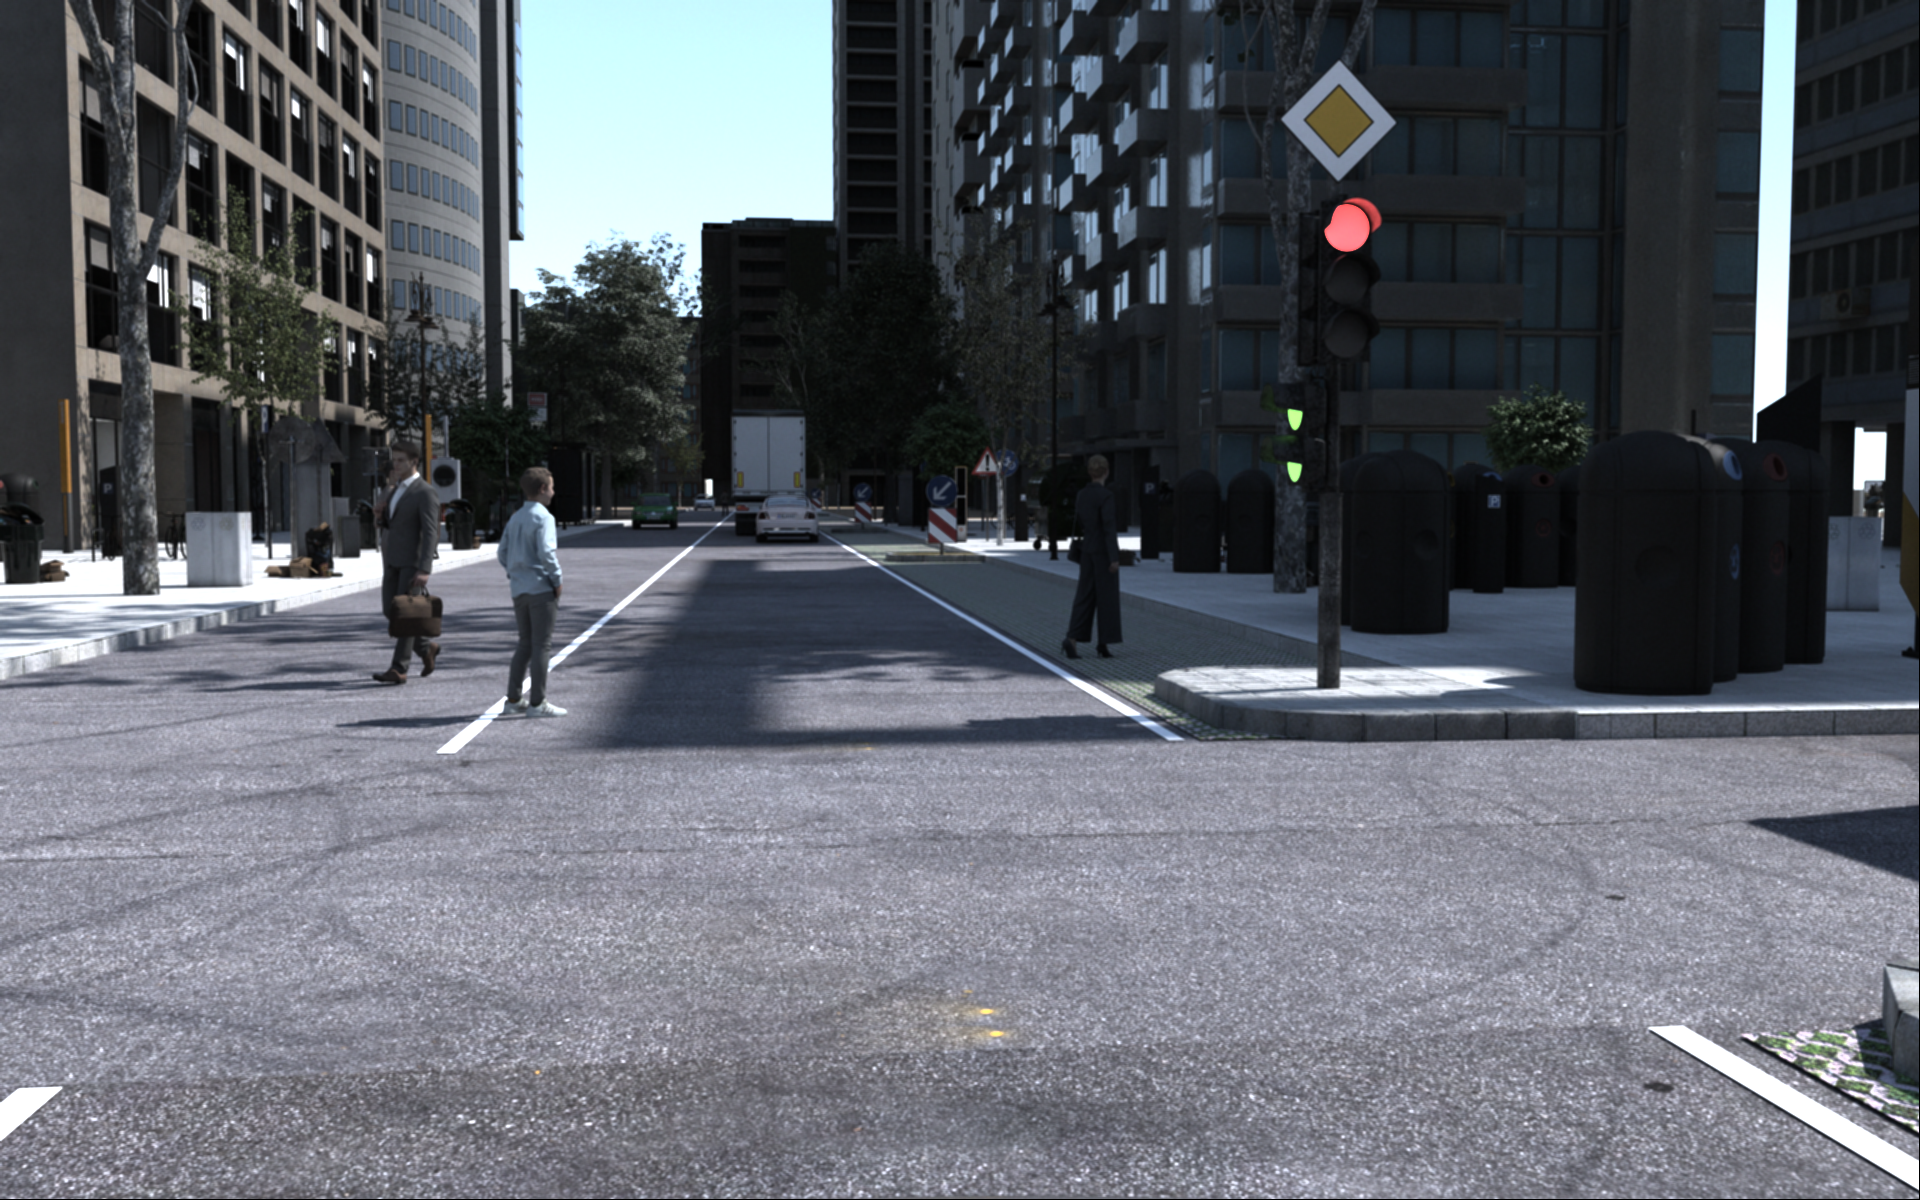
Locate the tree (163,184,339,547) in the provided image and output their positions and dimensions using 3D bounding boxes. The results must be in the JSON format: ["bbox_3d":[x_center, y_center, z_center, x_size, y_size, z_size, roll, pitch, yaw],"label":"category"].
[{"bbox_3d":[-16.652,-5.565,41.352,4.737,8.622,4.395,0,3,0],"label":"tree"}]

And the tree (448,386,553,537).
[{"bbox_3d":[-14.088,-4.221,52.735,4.285,4.588,4.351,0,3,0],"label":"tree"}]

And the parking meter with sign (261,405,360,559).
[{"bbox_3d":[-12.896,-2.336,34.462,1.738,3.016,0.543,-2,4,-35],"label":"parking meter with sign"}]

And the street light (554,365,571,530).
[{"bbox_3d":[-14.285,-5.479,62.372,0.468,5.910,1.993,0,4,-7],"label":"street light"}]

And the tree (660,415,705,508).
[{"bbox_3d":[-25.792,-12.850,160.462,4.737,8.622,4.395,0,3,0],"label":"tree"}]

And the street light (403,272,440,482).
[{"bbox_3d":[-11.191,-3.875,36.148,0.468,5.910,1.993,0,4,-7],"label":"street light"}]

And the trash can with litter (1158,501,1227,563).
[{"bbox_3d":[4.903,-1.346,33.066,2.233,1.210,1.678,0,4,4],"label":"trash can with litter"}]

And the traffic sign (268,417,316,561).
[{"bbox_3d":[-11.007,-1.740,28.550,0.768,2.556,0.104,0,4,-4],"label":"traffic sign"}]

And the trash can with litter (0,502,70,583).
[{"bbox_3d":[-13.458,-0.836,25.053,0.624,1.170,1.055,1,4,9],"label":"trash can with litter"}]

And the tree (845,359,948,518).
[{"bbox_3d":[-3.735,-9.661,92.372,7.601,10.594,8.767,1,4,21],"label":"tree"}]

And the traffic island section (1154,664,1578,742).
[{"bbox_3d":[2.463,0.661,11.477,2.009,0.180,2.903,0,4,-7],"label":"traffic island section"}]

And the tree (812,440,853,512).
[{"bbox_3d":[-11.324,-12.168,149.315,4.737,8.622,4.395,0,3,0],"label":"tree"}]

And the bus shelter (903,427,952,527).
[{"bbox_3d":[-0.975,-4.430,63.716,1.731,3.624,6.357,0,4,-7],"label":"bus shelter"}]

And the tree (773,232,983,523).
[{"bbox_3d":[-3.098,-9.733,76.138,9.611,12.733,9.660,0,3,0],"label":"tree"}]

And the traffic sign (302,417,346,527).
[{"bbox_3d":[-10.756,-1.779,29.091,0.884,2.594,0.081,0,4,-1],"label":"traffic sign"}]

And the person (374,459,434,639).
[{"bbox_3d":[-5.533,-0.510,17.185,0.599,1.781,0.374,3,5,42],"label":"person"}]

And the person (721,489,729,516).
[{"bbox_3d":[-15.268,-6.313,112.244,0.617,1.759,0.750,-1,4,-21],"label":"person"}]

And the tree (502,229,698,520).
[{"bbox_3d":[-17.452,-10.911,85.046,9.857,13.997,8.962,0,3,0],"label":"tree"}]

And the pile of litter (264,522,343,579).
[{"bbox_3d":[-10.198,-0.792,26.914,1.176,0.858,1.719,-1,4,-14],"label":"pile of litter"}]

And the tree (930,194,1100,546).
[{"bbox_3d":[1.080,-5.648,42.700,4.360,8.622,3.978,0,3,0],"label":"tree"}]

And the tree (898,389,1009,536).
[{"bbox_3d":[-0.284,-4.288,53.818,4.285,4.588,4.351,0,3,0],"label":"tree"}]

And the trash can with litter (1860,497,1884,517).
[{"bbox_3d":[39.196,-3.870,74.665,1.055,1.170,0.624,-1,4,-20],"label":"trash can with litter"}]

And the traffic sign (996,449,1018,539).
[{"bbox_3d":[1.272,-3.014,49.392,0.768,2.556,0.104,0,4,-5],"label":"traffic sign"}]

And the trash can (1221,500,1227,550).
[{"bbox_3d":[6.218,-1.703,39.492,0.748,1.137,0.748,0,3,0],"label":"trash can"}]

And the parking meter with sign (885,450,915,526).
[{"bbox_3d":[-2.128,-4.454,69.085,1.738,3.016,0.543,0,4,-1],"label":"parking meter with sign"}]

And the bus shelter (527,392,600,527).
[{"bbox_3d":[-16.252,-5.713,71.039,2.179,5.291,8.768,0,4,-7],"label":"bus shelter"}]

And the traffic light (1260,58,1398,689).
[{"bbox_3d":[2.422,-1.372,11.358,0.839,4.253,0.868,0,4,-7],"label":"traffic light"}]

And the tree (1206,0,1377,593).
[{"bbox_3d":[5.777,-10.156,21.943,12.611,20.169,13.585,0,3,0],"label":"tree"}]

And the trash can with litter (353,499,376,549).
[{"bbox_3d":[-13.535,-1.768,40.297,1.055,1.170,0.624,-2,4,-24],"label":"trash can with litter"}]

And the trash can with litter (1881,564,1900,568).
[{"bbox_3d":[15.476,-1.202,30.708,2.233,1.210,1.678,3,4,38],"label":"trash can with litter"}]

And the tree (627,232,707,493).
[{"bbox_3d":[-20.540,-16.349,123.195,12.611,20.169,13.585,0,3,0],"label":"tree"}]

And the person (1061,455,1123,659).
[{"bbox_3d":[1.176,-0.371,14.981,0.576,1.772,0.534,2,4,33],"label":"person"}]

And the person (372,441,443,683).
[{"bbox_3d":[-4.175,-0.289,13.189,0.622,1.834,0.822,2,4,28],"label":"person"}]

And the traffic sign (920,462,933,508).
[{"bbox_3d":[-0.929,-3.482,57.040,0.768,2.556,0.104,0,4,-4],"label":"traffic sign"}]

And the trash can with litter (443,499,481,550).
[{"bbox_3d":[-11.472,-1.750,39.995,0.624,1.170,1.055,0,4,2],"label":"trash can with litter"}]

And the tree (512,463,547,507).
[{"bbox_3d":[-14.785,-3.941,59.035,1.663,3.219,1.824,0,3,0],"label":"tree"}]

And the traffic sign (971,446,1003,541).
[{"bbox_3d":[0.747,-2.882,47.124,0.884,2.594,0.081,0,4,-2],"label":"traffic sign"}]

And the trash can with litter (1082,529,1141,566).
[{"bbox_3d":[2.718,-1.207,31.122,1.055,1.170,0.624,1,4,14],"label":"trash can with litter"}]

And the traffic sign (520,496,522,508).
[{"bbox_3d":[-15.351,-3.703,60.545,0.884,2.594,0.081,0,4,0],"label":"traffic sign"}]

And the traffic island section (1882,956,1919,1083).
[{"bbox_3d":[3.401,1.146,3.547,2.009,0.180,2.903,0,4,-7],"label":"traffic island section"}]

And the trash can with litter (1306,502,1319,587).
[{"bbox_3d":[4.894,-0.781,24.162,0.624,1.170,1.055,2,4,25],"label":"trash can with litter"}]

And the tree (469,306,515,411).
[{"bbox_3d":[-19.603,-7.212,68.273,4.360,8.622,3.978,0,3,0],"label":"tree"}]

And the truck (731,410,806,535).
[{"bbox_3d":[-6.985,-4.553,63.350,2.839,4.237,11.283,0,4,-6],"label":"truck"}]

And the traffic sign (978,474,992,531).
[{"bbox_3d":[0.792,-3.660,59.942,0.768,2.556,0.104,0,4,-3],"label":"traffic sign"}]

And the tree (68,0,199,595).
[{"bbox_3d":[-11.193,-10.049,20.198,12.611,20.169,13.585,0,3,0],"label":"tree"}]

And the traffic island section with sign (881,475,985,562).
[{"bbox_3d":[-0.568,-1.738,37.043,1.989,1.847,2.006,0,4,-7],"label":"traffic island section with sign"}]

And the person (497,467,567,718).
[{"bbox_3d":[-2.724,-0.050,11.134,0.330,1.601,0.589,-3,4,-38],"label":"person"}]

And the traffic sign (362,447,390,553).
[{"bbox_3d":[-12.766,-2.189,37.917,0.606,2.300,0.079,0,4,-4],"label":"traffic sign"}]

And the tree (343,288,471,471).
[{"bbox_3d":[-19.755,-6.808,61.681,4.360,8.622,3.978,0,3,0],"label":"tree"}]

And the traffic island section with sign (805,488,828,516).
[{"bbox_3d":[-9.525,-6.376,112.869,1.989,1.847,2.006,0,4,-7],"label":"traffic island section with sign"}]

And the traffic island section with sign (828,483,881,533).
[{"bbox_3d":[-3.730,-3.375,63.813,1.989,1.847,2.006,0,4,-7],"label":"traffic island section with sign"}]

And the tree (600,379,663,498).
[{"bbox_3d":[-20.328,-9.673,108.515,4.360,8.622,3.978,0,3,0],"label":"tree"}]

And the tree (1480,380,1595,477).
[{"bbox_3d":[16.724,-4.063,50.138,4.285,4.588,4.351,0,3,0],"label":"tree"}]

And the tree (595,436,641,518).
[{"bbox_3d":[-19.016,-6.821,95.229,4.285,4.588,4.351,0,3,0],"label":"tree"}]
